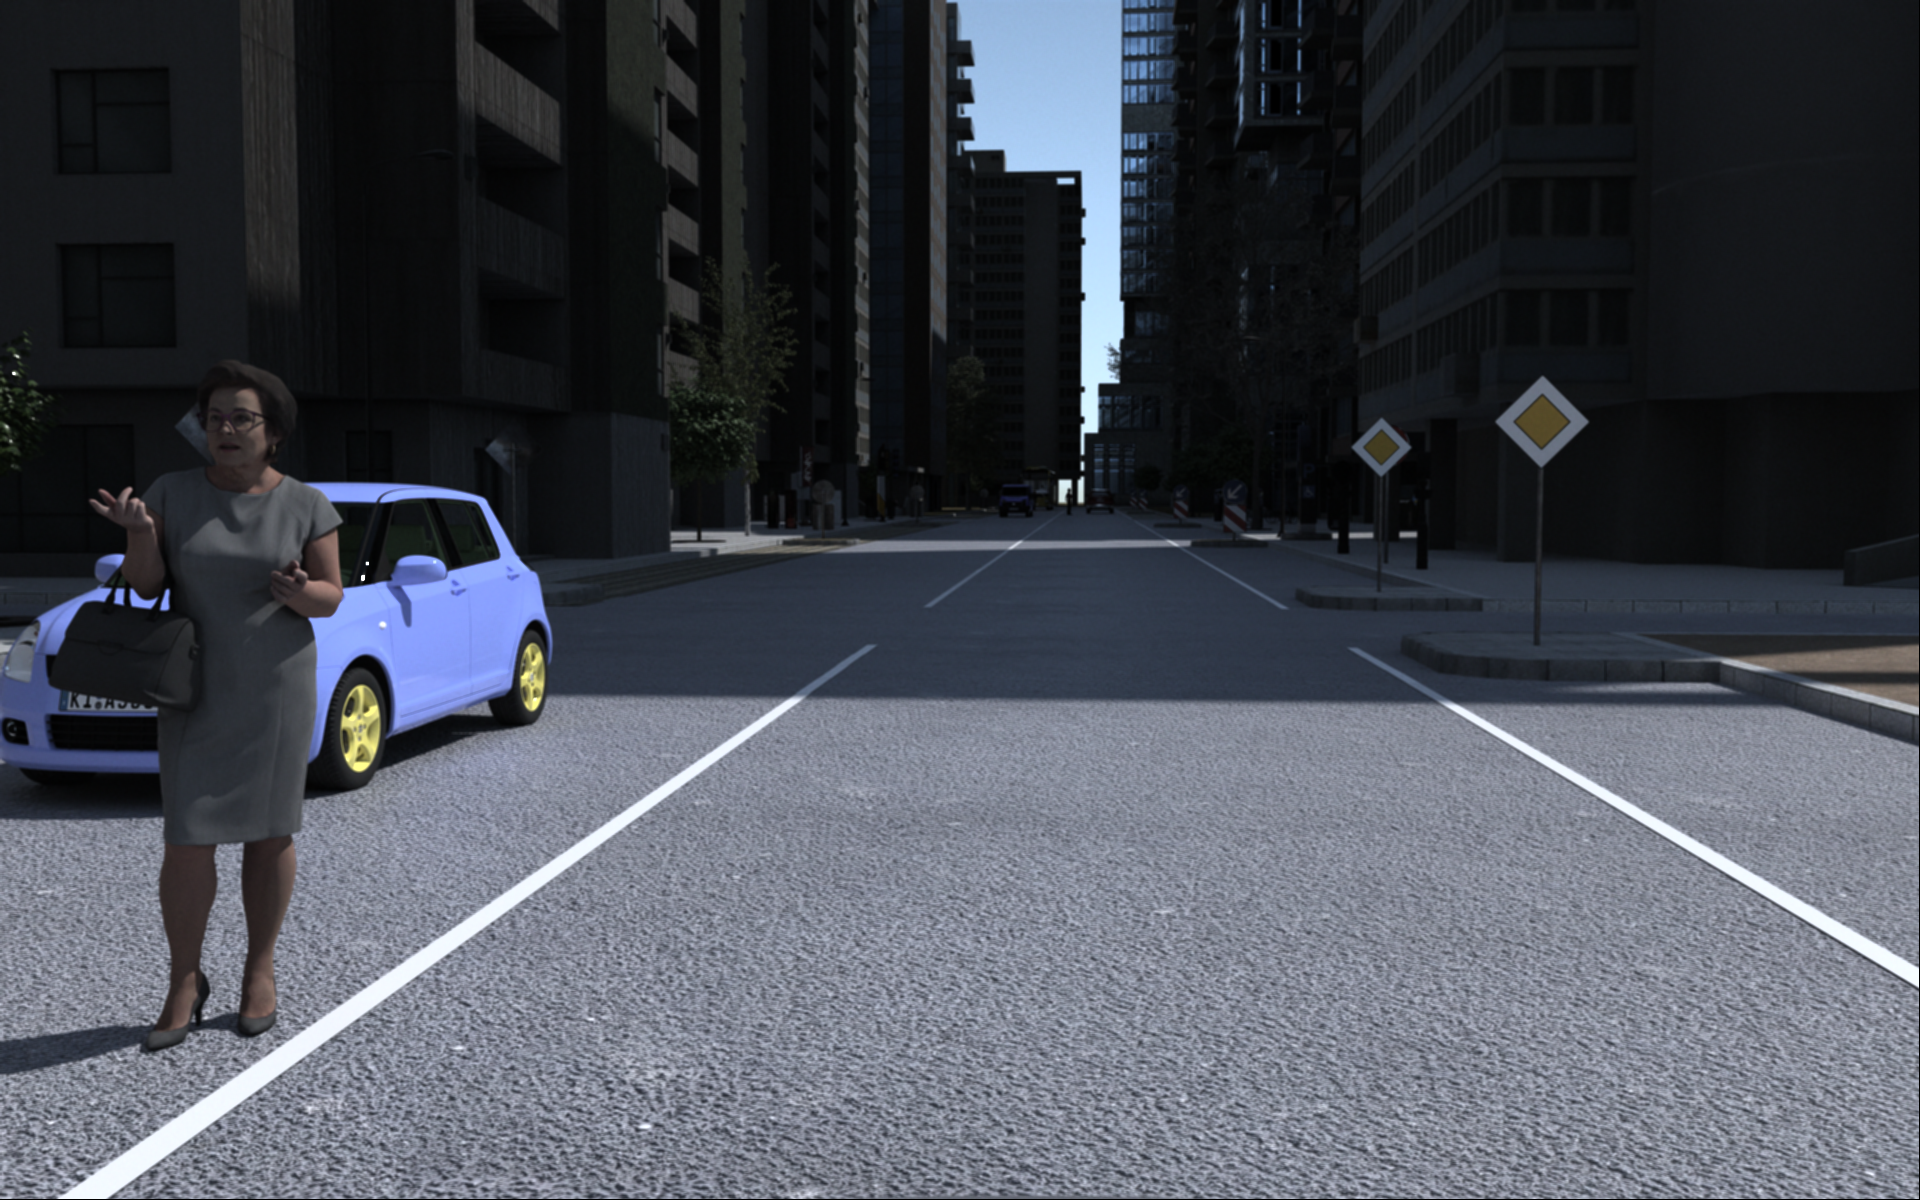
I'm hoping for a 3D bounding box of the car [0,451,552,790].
[{"bbox_3d":[-3.608,0.001,9.569,1.945,1.707,3.694,0,4,6],"label":"car"}]

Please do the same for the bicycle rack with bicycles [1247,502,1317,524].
[{"bbox_3d":[14.345,-3.806,75.611,2.852,0.926,2.925,-3,4,-38],"label":"bicycle rack with bicycles"}]

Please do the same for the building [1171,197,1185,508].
[{"bbox_3d":[27.091,-24.024,164.497,14.160,30.474,14.107,0,4,4],"label":"building"}]

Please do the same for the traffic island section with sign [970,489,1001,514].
[{"bbox_3d":[1.798,-7.116,124.969,1.989,1.847,2.006,0,4,4],"label":"traffic island section with sign"}]

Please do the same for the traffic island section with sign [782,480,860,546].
[{"bbox_3d":[-3.854,-2.452,48.717,1.989,1.847,2.006,0,4,4],"label":"traffic island section with sign"}]

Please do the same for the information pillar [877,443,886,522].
[{"bbox_3d":[-3.576,-5.343,78.716,0.183,3.616,0.504,2,4,34],"label":"information pillar"}]

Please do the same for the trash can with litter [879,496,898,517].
[{"bbox_3d":[-4.005,-5.154,95.659,1.055,1.170,0.624,-2,4,-26],"label":"trash can with litter"}]

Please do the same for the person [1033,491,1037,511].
[{"bbox_3d":[6.425,-8.403,146.709,0.721,1.723,1.217,0,4,7],"label":"person"}]

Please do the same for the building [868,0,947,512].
[{"bbox_3d":[-8.468,-29.320,129.485,14.600,45.320,14.200,0,4,4],"label":"building"}]

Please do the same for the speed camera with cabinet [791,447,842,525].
[{"bbox_3d":[-6.028,-4.791,72.669,2.038,3.252,0.660,-1,4,-21],"label":"speed camera with cabinet"}]

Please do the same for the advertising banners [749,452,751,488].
[{"bbox_3d":[-8.968,-4.635,71.967,0.090,3.025,2.074,1,4,10],"label":"advertising banners"}]

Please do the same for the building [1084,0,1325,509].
[{"bbox_3d":[29.356,-53.664,190.076,31.000,86.520,22.319,0,4,4],"label":"building"}]

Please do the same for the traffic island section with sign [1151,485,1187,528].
[{"bbox_3d":[9.365,-4.037,74.637,1.989,1.847,2.006,0,4,4],"label":"traffic island section with sign"}]

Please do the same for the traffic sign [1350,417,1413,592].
[{"bbox_3d":[5.476,-1.158,22.577,0.795,2.450,0.064,0,4,4],"label":"traffic sign"}]

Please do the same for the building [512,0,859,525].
[{"bbox_3d":[-13.028,-19.291,87.116,14.160,30.474,14.107,0,4,4],"label":"building"}]

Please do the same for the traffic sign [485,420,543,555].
[{"bbox_3d":[-6.035,-1.211,23.448,0.795,2.450,0.064,0,4,4],"label":"traffic sign"}]

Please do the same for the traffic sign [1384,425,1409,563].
[{"bbox_3d":[7.887,-1.950,31.995,0.768,2.556,0.104,1,4,9],"label":"traffic sign"}]

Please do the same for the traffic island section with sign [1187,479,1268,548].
[{"bbox_3d":[7.344,-2.371,47.390,1.989,1.847,2.006,0,4,4],"label":"traffic island section with sign"}]

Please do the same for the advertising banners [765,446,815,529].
[{"bbox_3d":[-6.277,-4.146,63.973,2.074,3.025,0.090,1,4,23],"label":"advertising banners"}]

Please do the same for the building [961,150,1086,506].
[{"bbox_3d":[2.296,-30.979,198.385,23.993,40.220,32.217,0,4,4],"label":"building"}]

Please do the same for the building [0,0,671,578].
[{"bbox_3d":[-14.002,-15.899,31.654,14.160,30.474,14.107,0,4,4],"label":"building"}]

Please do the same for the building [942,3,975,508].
[{"bbox_3d":[-14.146,-33.165,161.849,30.456,49.044,23.786,0,4,4],"label":"building"}]

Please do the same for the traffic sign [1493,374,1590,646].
[{"bbox_3d":[4.885,-0.671,14.614,0.795,2.450,0.064,0,4,4],"label":"traffic sign"}]

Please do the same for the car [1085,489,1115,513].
[{"bbox_3d":[10.472,-7.391,129.515,2.281,1.827,5.304,0,4,4],"label":"car"}]

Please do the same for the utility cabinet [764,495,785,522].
[{"bbox_3d":[-8.444,-4.158,79.146,1.020,1.237,0.306,-1,4,-14],"label":"utility cabinet"}]

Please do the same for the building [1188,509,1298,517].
[{"bbox_3d":[26.497,-48.800,110.549,22.319,86.520,31.000,0,4,4],"label":"building"}]

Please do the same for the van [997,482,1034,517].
[{"bbox_3d":[3.533,-6.352,108.246,2.240,2.365,5.245,0,4,6],"label":"van"}]

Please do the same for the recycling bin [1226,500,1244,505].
[{"bbox_3d":[12.725,-4.136,80.182,0.722,1.027,0.722,0,4,-3],"label":"recycling bin"}]

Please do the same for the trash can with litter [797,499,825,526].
[{"bbox_3d":[-5.936,-3.535,69.181,1.055,1.170,0.624,-3,4,-38],"label":"trash can with litter"}]

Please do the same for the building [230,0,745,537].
[{"bbox_3d":[-16.033,-17.805,62.812,14.160,30.474,14.107,0,4,4],"label":"building"}]

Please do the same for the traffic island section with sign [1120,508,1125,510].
[{"bbox_3d":[15.138,-8.798,152.467,1.989,1.847,2.006,0,4,4],"label":"traffic island section with sign"}]

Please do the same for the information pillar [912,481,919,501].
[{"bbox_3d":[-2.412,-5.532,94.939,0.304,2.012,0.304,-2,4,-23],"label":"information pillar"}]

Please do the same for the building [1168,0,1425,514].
[{"bbox_3d":[28.639,-29.836,142.440,22.147,44.769,28.867,0,4,4],"label":"building"}]

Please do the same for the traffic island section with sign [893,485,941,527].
[{"bbox_3d":[-1.848,-4.110,75.821,1.989,1.847,2.006,0,4,4],"label":"traffic island section with sign"}]

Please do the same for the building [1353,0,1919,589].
[{"bbox_3d":[21.814,-21.060,36.211,23.993,40.220,32.217,0,4,4],"label":"building"}]

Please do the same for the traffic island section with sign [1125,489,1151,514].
[{"bbox_3d":[13.099,-7.127,125.154,1.989,1.847,2.006,0,4,4],"label":"traffic island section with sign"}]

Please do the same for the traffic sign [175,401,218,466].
[{"bbox_3d":[-6.626,-0.724,15.485,0.795,2.450,0.064,0,4,4],"label":"traffic sign"}]

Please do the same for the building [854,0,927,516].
[{"bbox_3d":[-18.815,-25.652,111.293,32.217,40.220,23.993,0,4,4],"label":"building"}]

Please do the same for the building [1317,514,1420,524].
[{"bbox_3d":[27.717,-26.094,81.263,22.147,44.769,28.867,0,4,4],"label":"building"}]
